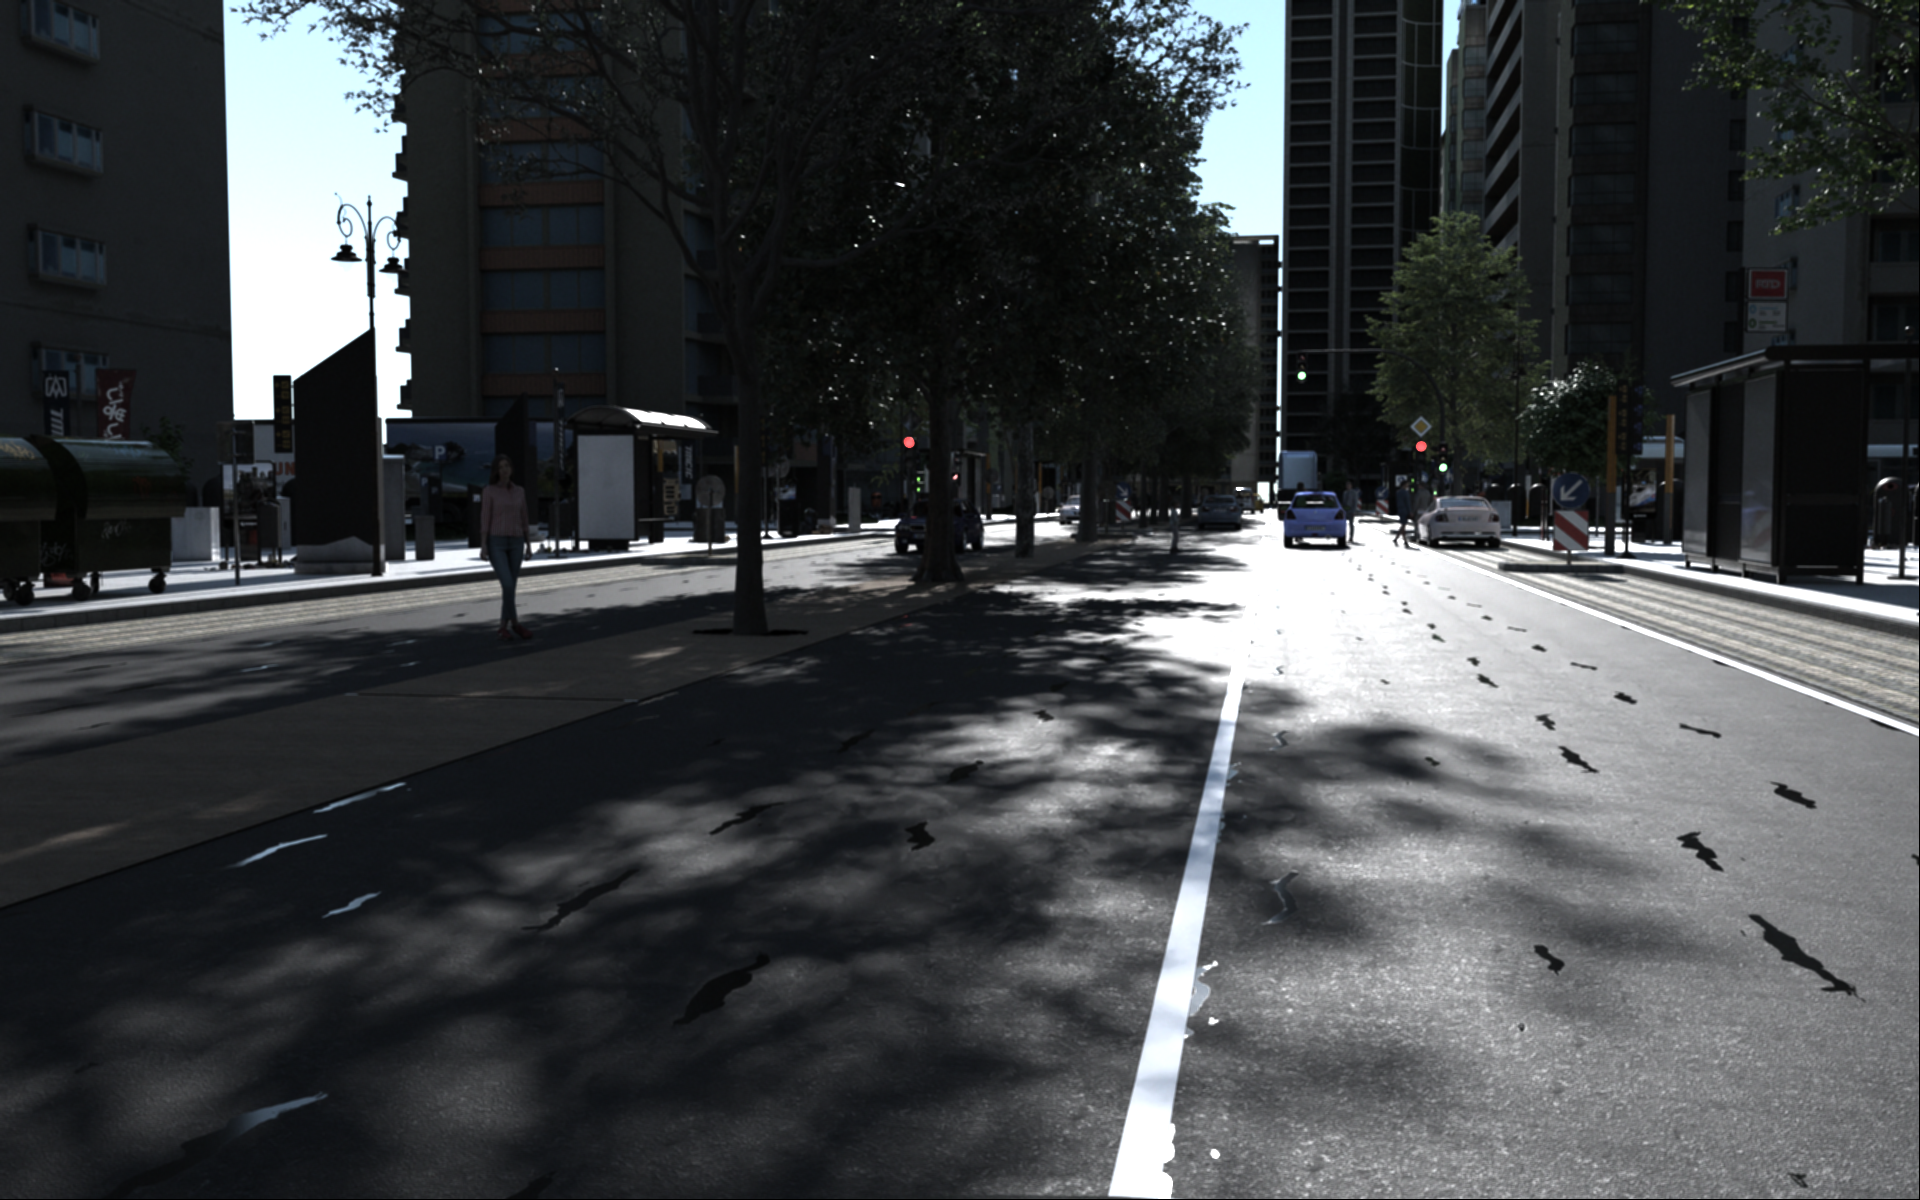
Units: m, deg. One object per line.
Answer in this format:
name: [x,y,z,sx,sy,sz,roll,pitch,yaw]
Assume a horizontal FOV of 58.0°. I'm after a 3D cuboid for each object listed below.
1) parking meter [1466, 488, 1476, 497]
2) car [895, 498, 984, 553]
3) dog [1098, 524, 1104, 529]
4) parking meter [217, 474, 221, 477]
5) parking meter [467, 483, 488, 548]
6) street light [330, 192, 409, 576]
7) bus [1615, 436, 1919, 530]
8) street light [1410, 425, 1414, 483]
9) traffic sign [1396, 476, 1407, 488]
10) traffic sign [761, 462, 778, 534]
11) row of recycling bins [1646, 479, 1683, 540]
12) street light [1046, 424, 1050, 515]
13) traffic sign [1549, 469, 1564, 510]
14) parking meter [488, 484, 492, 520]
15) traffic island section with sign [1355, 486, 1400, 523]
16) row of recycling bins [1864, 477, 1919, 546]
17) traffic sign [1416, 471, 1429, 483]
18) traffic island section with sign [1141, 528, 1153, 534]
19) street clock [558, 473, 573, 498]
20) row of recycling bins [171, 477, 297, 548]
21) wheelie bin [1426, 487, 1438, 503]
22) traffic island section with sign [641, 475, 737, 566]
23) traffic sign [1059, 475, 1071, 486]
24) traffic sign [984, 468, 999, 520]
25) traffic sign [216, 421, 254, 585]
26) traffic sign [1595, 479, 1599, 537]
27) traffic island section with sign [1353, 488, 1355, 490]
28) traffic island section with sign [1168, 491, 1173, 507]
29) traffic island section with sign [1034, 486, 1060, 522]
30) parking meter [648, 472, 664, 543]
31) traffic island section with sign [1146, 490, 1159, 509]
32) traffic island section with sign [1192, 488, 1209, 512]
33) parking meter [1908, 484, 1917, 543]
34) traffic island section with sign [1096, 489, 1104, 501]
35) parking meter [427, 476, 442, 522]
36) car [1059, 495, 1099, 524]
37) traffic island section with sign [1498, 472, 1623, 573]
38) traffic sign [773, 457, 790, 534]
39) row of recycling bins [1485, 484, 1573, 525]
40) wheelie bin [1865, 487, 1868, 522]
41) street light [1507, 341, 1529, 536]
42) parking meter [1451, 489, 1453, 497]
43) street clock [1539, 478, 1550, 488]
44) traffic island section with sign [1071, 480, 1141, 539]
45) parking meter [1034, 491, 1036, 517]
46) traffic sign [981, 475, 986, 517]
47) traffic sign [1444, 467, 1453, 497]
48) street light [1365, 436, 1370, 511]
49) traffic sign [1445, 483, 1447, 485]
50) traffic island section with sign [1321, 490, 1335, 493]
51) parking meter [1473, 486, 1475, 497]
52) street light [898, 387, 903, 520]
parking meter: [23.304,-4.326,79.135,0.372,1.533,0.369,0,3,0]
car: [-0.499,-1.880,43.326,1.945,1.354,3.894,1,4,10]
dog: [5.569,-2.987,68.124,0.406,0.507,0.540,-1,4,-23]
parking meter: [-21.704,-2.768,50.974,0.255,1.863,0.399,-1,4,-8]
parking meter: [-11.536,-2.010,41.274,0.372,1.533,0.369,0,3,0]
street light: [-9.123,-3.311,26.925,0.468,5.910,1.993,1,4,10]
bus: [28.010,-3.690,55.186,13.247,3.499,2.948,1,4,11]
street light: [23.836,-7.244,91.233,0.468,5.910,1.993,1,4,10]
traffic sign: [23.884,-5.606,93.782,0.606,2.300,0.079,1,4,14]
traffic sign: [-5.912,-3.219,52.736,0.768,2.556,0.104,1,4,17]
row of recycling bins: [20.150,-2.492,47.852,1.069,1.692,3.534,-2,4,-34]
street light: [5.471,-8.268,107.963,0.468,5.910,1.993,1,4,10]
traffic sign: [16.836,-2.959,48.375,0.884,2.594,0.081,1,4,11]
parking meter: [-11.654,-2.129,43.219,0.372,1.533,0.369,0,3,0]
traffic island section with sign: [20.895,-4.756,86.388,1.989,1.847,2.006,1,4,10]
row of recycling bins: [22.774,-2.216,43.343,3.534,1.692,1.069,2,4,26]
traffic sign: [25.495,-5.847,95.709,0.768,2.556,0.104,1,4,14]
traffic island section with sign: [6.041,-3.399,63.702,2.006,1.907,1.989,1,4,10]
street clock: [-13.465,-3.340,59.185,0.471,2.002,0.358,0,4,8]
row of recycling bins: [-17.533,-2.149,42.255,3.534,1.692,1.069,-1,4,-21]
wheelie bin: [21.141,-4.274,77.784,0.693,1.594,0.980,2,4,27]
traffic island section with sign: [-5.249,-1.640,35.440,1.989,1.847,2.006,1,4,10]
traffic sign: [7.227,-7.318,119.647,0.884,2.594,0.081,1,4,17]
traffic sign: [1.540,-5.229,85.597,0.768,2.556,0.104,1,4,15]
traffic sign: [-10.202,-1.362,24.399,0.606,2.300,0.079,1,4,15]
traffic sign: [19.194,-3.182,52.133,0.768,2.556,0.104,1,4,18]
traffic island section with sign: [25.705,-6.378,112.912,1.989,1.847,2.006,1,4,10]
traffic island section with sign: [23.225,-11.265,192.818,1.989,1.847,2.006,1,4,10]
traffic island section with sign: [4.583,-4.965,89.805,1.989,1.847,2.006,1,4,10]
parking meter: [-8.058,-2.454,45.828,0.399,1.863,0.255,3,4,36]
traffic island section with sign: [18.351,-9.617,165.870,1.989,1.847,2.006,1,4,10]
traffic island section with sign: [19.413,-7.921,137.646,2.006,1.907,1.989,1,4,10]
parking meter: [24.996,-2.279,45.669,0.372,1.533,0.369,0,3,0]
traffic island section with sign: [9.384,-6.587,116.331,1.989,1.847,2.006,1,4,10]
parking meter: [-16.738,-3.026,55.187,0.399,1.863,0.255,-2,4,-26]
car: [5.884,-4.338,83.283,2.083,1.381,4.827,1,4,10]
traffic island section with sign: [11.092,-1.438,32.143,1.989,1.847,2.006,1,4,10]
traffic sign: [-5.775,-3.358,55.015,0.768,2.556,0.104,1,4,15]
row of recycling bins: [23.641,-3.970,72.023,3.534,1.692,1.069,2,4,27]
wheelie bin: [16.722,-1.527,32.876,0.693,1.594,0.980,-1,4,-22]
street light: [16.825,-4.866,52.349,0.468,5.910,1.993,1,4,10]
parking meter: [24.588,-4.748,86.033,0.372,1.533,0.369,0,3,0]
street clock: [26.573,-4.541,78.819,0.358,2.002,0.471,-2,4,-24]
traffic island section with sign: [4.713,-2.953,56.415,2.006,1.907,1.989,1,4,10]
parking meter: [4.186,-5.549,99.143,0.372,1.533,0.369,0,3,0]
traffic sign: [1.417,-5.697,95.269,0.606,2.300,0.079,1,4,11]
traffic sign: [23.435,-5.061,82.860,0.768,2.556,0.104,1,4,13]
street light: [31.614,-9.882,134.359,0.468,5.910,1.993,1,4,10]
traffic sign: [27.428,-6.013,98.421,0.768,2.556,0.104,1,4,11]
traffic island section with sign: [34.650,-9.398,162.290,1.989,1.847,2.006,1,4,10]
parking meter: [33.439,-6.520,112.320,0.255,1.863,0.399,-2,4,-32]
street light: [-2.210,-5.680,65.652,0.468,5.910,1.993,1,4,10]
